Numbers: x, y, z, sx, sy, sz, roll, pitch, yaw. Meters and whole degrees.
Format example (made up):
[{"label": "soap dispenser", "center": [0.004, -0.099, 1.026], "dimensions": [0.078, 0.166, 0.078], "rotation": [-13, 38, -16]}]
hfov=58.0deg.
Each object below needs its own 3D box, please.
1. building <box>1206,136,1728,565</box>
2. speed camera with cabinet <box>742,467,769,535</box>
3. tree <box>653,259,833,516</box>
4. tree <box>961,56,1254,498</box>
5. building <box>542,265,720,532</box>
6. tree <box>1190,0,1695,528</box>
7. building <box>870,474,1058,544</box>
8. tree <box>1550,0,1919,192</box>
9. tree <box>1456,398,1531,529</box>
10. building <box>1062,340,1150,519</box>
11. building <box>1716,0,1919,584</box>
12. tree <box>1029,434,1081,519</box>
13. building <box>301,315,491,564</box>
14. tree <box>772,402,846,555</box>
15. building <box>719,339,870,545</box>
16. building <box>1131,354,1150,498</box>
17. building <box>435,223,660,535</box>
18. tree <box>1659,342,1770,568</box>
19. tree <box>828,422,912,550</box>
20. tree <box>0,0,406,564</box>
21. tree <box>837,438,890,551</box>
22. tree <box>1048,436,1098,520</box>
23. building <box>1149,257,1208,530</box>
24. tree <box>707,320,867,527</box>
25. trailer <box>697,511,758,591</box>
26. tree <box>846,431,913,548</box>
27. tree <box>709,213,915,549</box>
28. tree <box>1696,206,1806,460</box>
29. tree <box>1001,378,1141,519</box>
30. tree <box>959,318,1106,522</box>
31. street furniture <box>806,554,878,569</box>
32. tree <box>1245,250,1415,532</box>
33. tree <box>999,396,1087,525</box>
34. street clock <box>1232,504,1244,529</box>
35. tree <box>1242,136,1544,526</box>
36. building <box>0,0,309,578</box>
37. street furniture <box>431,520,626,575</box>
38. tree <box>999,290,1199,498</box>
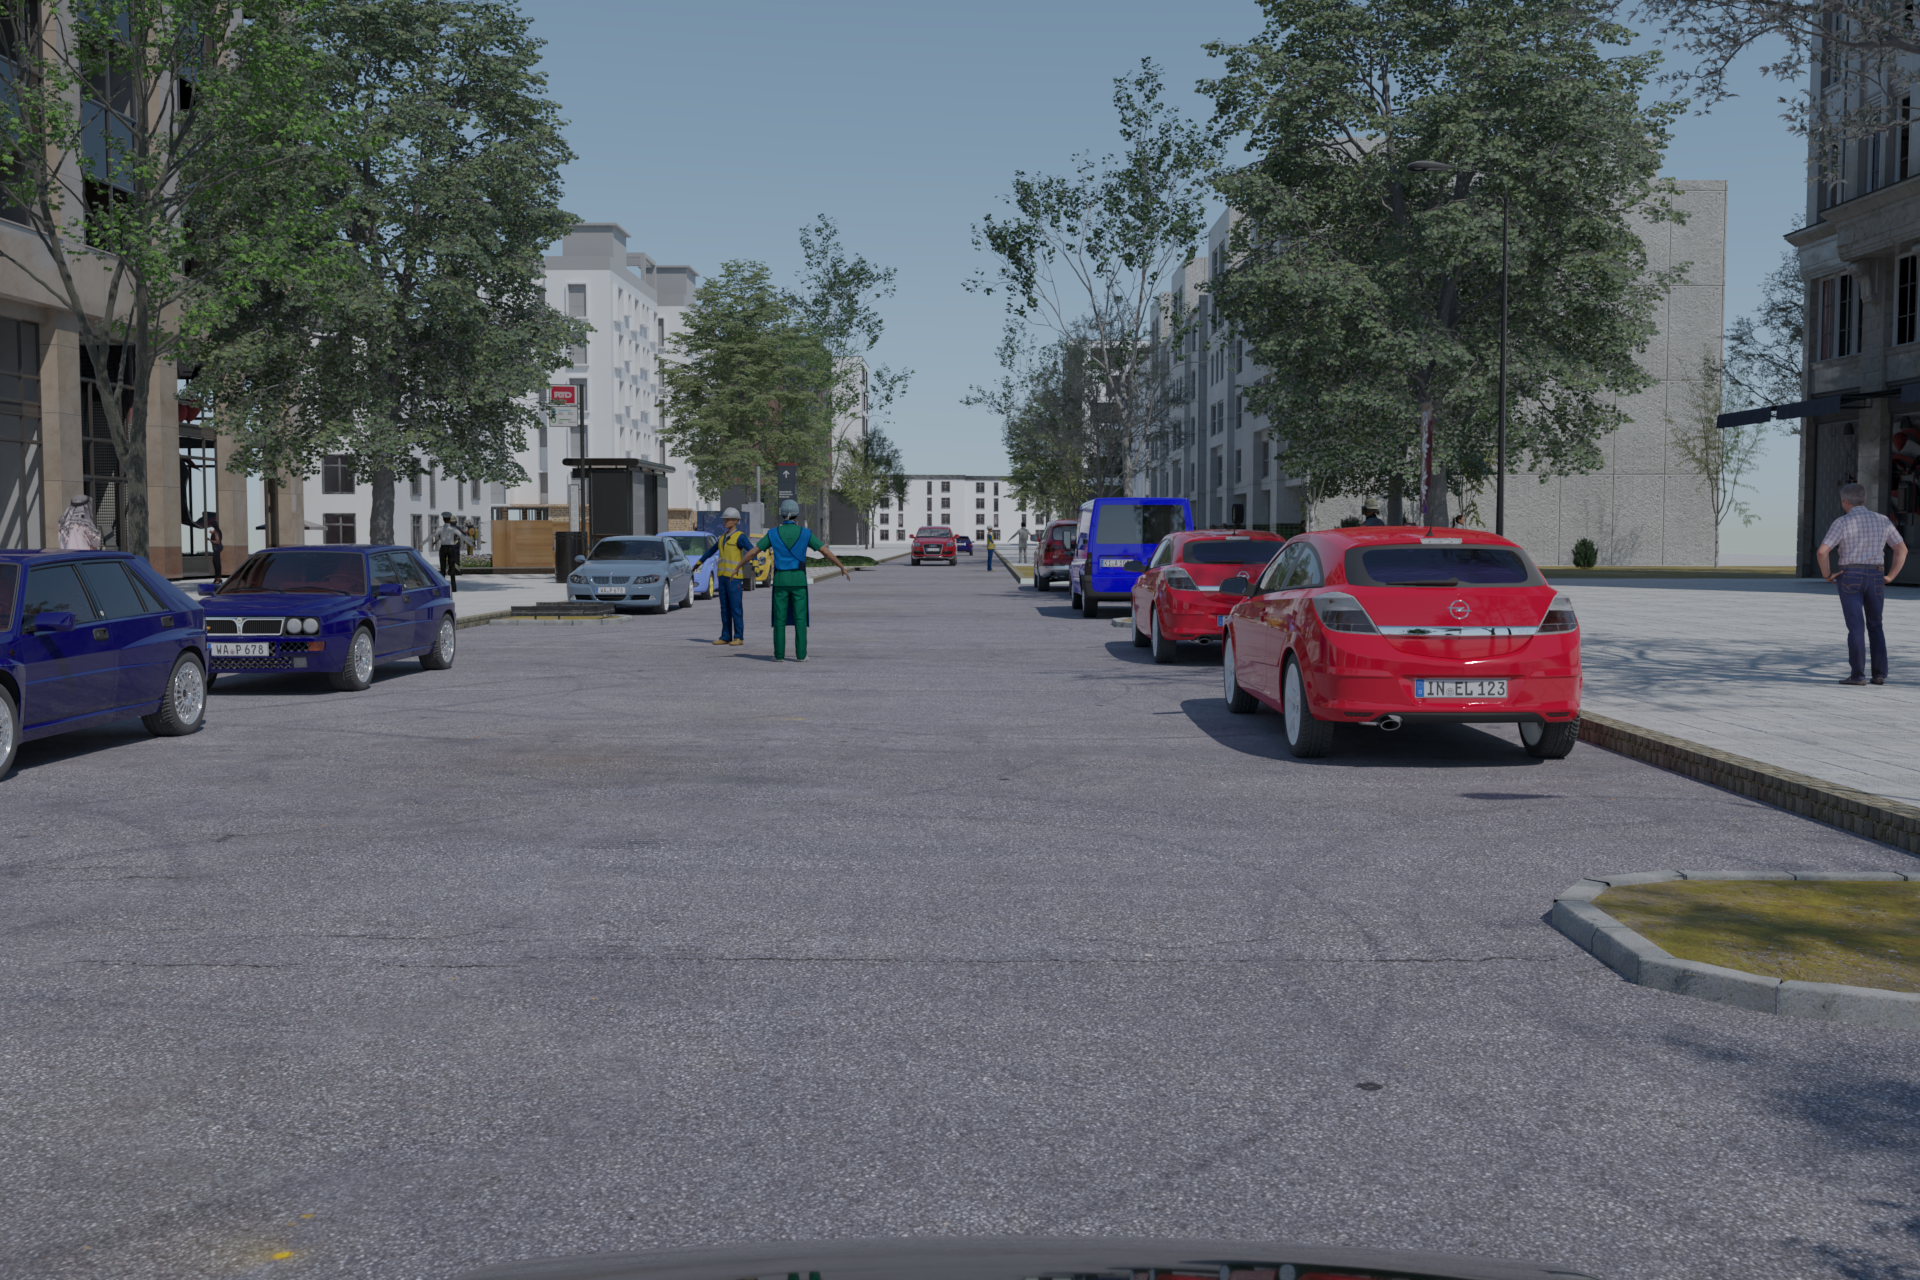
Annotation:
[{"label": "building", "center": [22.716, -13.422, 85.902], "dimensions": [16.747, 18.905, 31.486], "rotation": [0, 4, 1]}, {"label": "speed camera with cabinet", "center": [-6.072, -3.494, 51.468], "dimensions": [0.660, 3.252, 2.038], "rotation": [0, 4, 2]}, {"label": "tree", "center": [-9.266, -9.424, 72.211], "dimensions": [7.486, 12.596, 7.792], "rotation": [0, 3, 0]}, {"label": "tree", "center": [6.419, -13.194, 71.606], "dimensions": [12.611, 20.169, 13.585], "rotation": [0, 3, 0]}, {"label": "building", "center": [-24.030, -16.315, 123.170], "dimensions": [16.016, 20.090, 11.380], "rotation": [0, 4, 1]}, {"label": "tree", "center": [9.236, -7.769, 33.686], "dimensions": [9.857, 13.997, 8.962], "rotation": [0, 3, 0]}, {"label": "building", "center": [0.109, -18.378, 245.085], "dimensions": [28.070, 9.664, 9.099], "rotation": [0, 4, -8]}, {"label": "tree", "center": [9.090, -6.259, 12.700], "dimensions": [12.009, 13.543, 11.850], "rotation": [0, 3, 0]}, {"label": "tree", "center": [19.771, -7.139, 67.092], "dimensions": [4.737, 8.622, 4.395], "rotation": [0, 3, 0]}, {"label": "building", "center": [25.531, -21.669, 198.260], "dimensions": [27.936, 21.610, 32.646], "rotation": [0, 4, 1]}, {"label": "building", "center": [26.360, -17.826, 37.565], "dimensions": [12.429, 33.558, 17.177], "rotation": [0, 4, 0]}, {"label": "tree", "center": [7.504, -10.709, 125.450], "dimensions": [4.360, 8.622, 3.978], "rotation": [0, 3, 0]}, {"label": "building", "center": [-25.922, -8.390, 79.321], "dimensions": [9.099, 9.664, 28.070], "rotation": [0, 4, 0]}, {"label": "tree", "center": [-8.686, -8.832, 94.771], "dimensions": [4.360, 8.622, 3.978], "rotation": [0, 3, 0]}, {"label": "building", "center": [-25.198, -21.556, 196.416], "dimensions": [27.936, 21.610, 32.646], "rotation": [0, 4, 1]}, {"label": "building", "center": [22.822, -19.674, 178.087], "dimensions": [16.016, 20.090, 11.380], "rotation": [0, 4, 1]}, {"label": "building", "center": [-25.834, -15.302, 106.611], "dimensions": [16.016, 20.090, 11.380], "rotation": [0, 4, 1]}, {"label": "tree", "center": [28.983, -7.070, 65.951], "dimensions": [4.360, 8.622, 3.978], "rotation": [0, 3, 0]}, {"label": "tree", "center": [-7.415, -12.749, 142.854], "dimensions": [7.601, 10.594, 8.767], "rotation": [-2, 4, -28]}, {"label": "tree", "center": [-11.907, -6.037, 24.457], "dimensions": [9.928, 11.665, 9.643], "rotation": [0, 3, 0]}, {"label": "tree", "center": [-7.697, -11.131, 132.359], "dimensions": [4.737, 8.622, 4.395], "rotation": [0, 3, 0]}, {"label": "tree", "center": [7.150, -9.902, 112.261], "dimensions": [4.737, 8.622, 4.395], "rotation": [0, 3, 0]}, {"label": "building", "center": [22.871, -15.455, 119.152], "dimensions": [16.747, 18.905, 31.486], "rotation": [0, 4, 1]}, {"label": "tree", "center": [-8.621, -9.629, 83.193], "dimensions": [9.928, 11.665, 9.643], "rotation": [0, 3, 0]}, {"label": "trailer", "center": [-5.937, -2.201, 43.033], "dimensions": [1.471, 1.999, 3.904], "rotation": [0, 4, 0]}, {"label": "tree", "center": [-7.536, -13.467, 154.594], "dimensions": [8.767, 10.594, 7.601], "rotation": [3, 5, 41]}, {"label": "tree", "center": [-9.029, -15.248, 105.188], "dimensions": [12.611, 20.169, 13.585], "rotation": [0, 3, 0]}, {"label": "tree", "center": [28.794, -8.801, 54.266], "dimensions": [12.009, 13.543, 11.850], "rotation": [0, 3, 0]}, {"label": "tree", "center": [6.891, -10.307, 102.930], "dimensions": [8.767, 10.594, 7.601], "rotation": [-2, 4, -28]}, {"label": "tree", "center": [6.758, -18.150, 152.637], "dimensions": [12.611, 20.169, 13.585], "rotation": [0, 3, 0]}, {"label": "street furniture", "center": [-8.322, -3.148, 67.091], "dimensions": [10.072, 0.657, 5.734], "rotation": [0, 4, 3]}, {"label": "tree", "center": [8.688, -5.715, 43.797], "dimensions": [4.360, 8.622, 3.978], "rotation": [0, 3, 0]}, {"label": "tree", "center": [6.789, -13.579, 140.140], "dimensions": [7.486, 12.596, 7.792], "rotation": [0, 3, 0]}, {"label": "street clock", "center": [6.620, -2.246, 41.298], "dimensions": [0.358, 2.002, 0.471], "rotation": [0, 4, 0]}, {"label": "tree", "center": [13.662, -9.048, 54.597], "dimensions": [9.857, 13.997, 8.962], "rotation": [0, 3, 0]}, {"label": "building", "center": [-32.112, -16.568, 37.109], "dimensions": [22.709, 31.103, 35.509], "rotation": [0, 4, 1]}, {"label": "street furniture", "center": [-14.950, -3.203, 59.227], "dimensions": [11.010, 1.723, 9.812], "rotation": [-1, 4, -19]}, {"label": "tree", "center": [7.173, -10.779, 86.599], "dimensions": [12.009, 13.543, 11.850], "rotation": [0, 3, 0]}]
